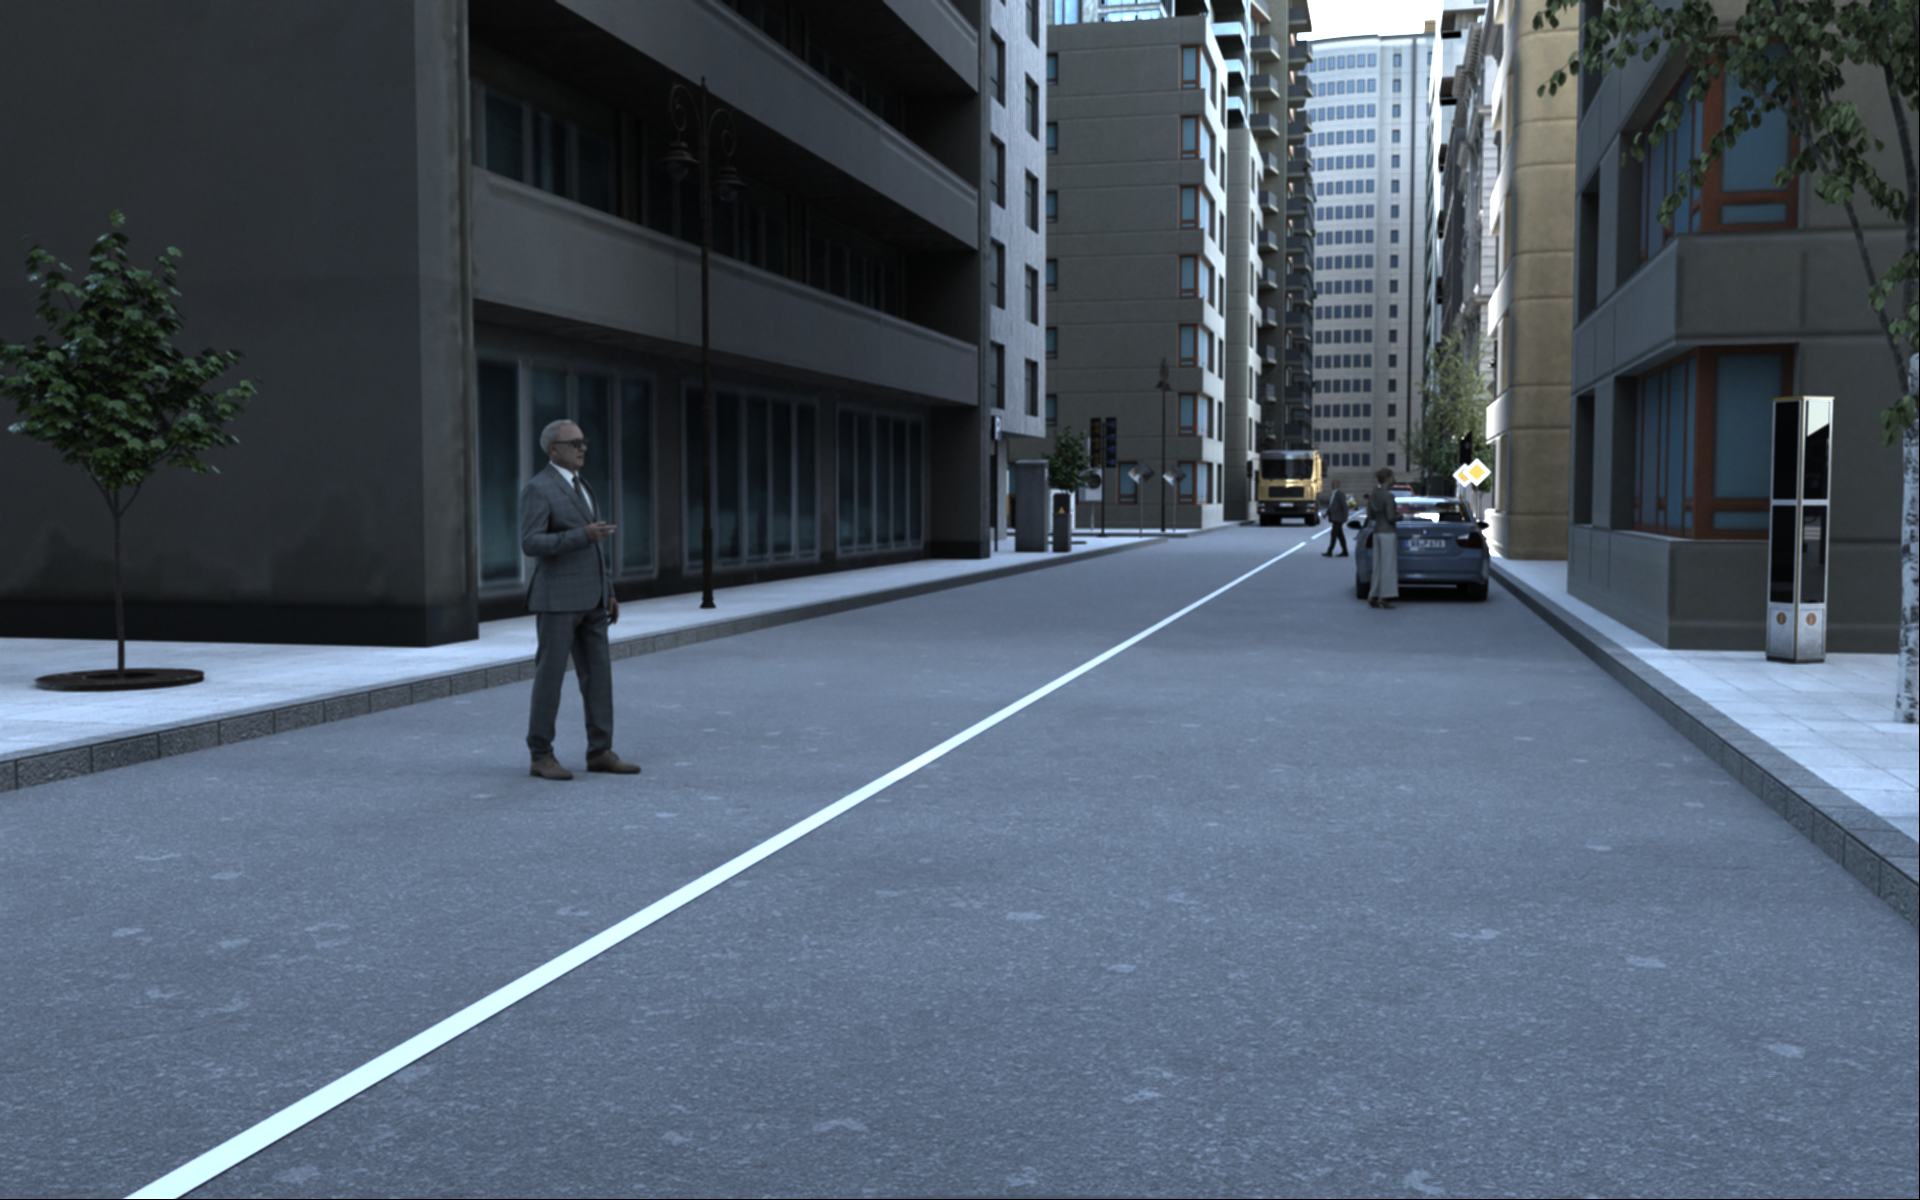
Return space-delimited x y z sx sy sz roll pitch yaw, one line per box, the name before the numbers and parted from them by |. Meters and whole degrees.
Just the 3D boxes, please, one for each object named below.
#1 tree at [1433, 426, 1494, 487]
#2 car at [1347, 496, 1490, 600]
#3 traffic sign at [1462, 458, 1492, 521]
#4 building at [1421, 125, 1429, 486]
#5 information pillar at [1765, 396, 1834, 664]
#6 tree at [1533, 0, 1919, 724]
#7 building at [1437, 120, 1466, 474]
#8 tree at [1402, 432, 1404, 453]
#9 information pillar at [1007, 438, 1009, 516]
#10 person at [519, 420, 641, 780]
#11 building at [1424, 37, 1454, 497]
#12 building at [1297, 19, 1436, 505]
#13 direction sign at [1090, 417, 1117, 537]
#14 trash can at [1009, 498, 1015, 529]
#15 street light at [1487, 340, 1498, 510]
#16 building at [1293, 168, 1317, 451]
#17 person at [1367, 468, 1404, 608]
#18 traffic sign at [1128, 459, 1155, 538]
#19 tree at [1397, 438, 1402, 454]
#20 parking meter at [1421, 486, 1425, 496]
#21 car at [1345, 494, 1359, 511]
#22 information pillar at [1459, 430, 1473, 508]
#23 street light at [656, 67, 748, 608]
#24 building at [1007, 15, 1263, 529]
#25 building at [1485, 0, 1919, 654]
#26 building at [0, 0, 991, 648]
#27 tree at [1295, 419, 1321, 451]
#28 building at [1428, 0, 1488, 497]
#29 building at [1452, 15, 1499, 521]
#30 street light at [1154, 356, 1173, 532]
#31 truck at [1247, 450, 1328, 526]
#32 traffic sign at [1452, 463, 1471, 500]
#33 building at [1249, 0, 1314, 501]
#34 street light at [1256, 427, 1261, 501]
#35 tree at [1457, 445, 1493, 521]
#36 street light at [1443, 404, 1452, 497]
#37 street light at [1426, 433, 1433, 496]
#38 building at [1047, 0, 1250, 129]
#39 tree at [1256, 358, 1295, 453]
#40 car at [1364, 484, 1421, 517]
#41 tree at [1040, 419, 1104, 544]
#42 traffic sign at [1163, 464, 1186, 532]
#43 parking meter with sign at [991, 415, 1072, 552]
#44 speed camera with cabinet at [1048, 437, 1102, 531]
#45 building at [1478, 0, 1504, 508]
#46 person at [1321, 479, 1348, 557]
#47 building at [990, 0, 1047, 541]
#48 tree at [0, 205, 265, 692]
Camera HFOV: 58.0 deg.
tree | 23.406 -5.854 79.431 4.285 4.588 4.351 0 3 0
car | 6.564 -0.783 24.804 2.014 1.417 4.499 1 4 13
traffic sign | 14.326 -2.717 48.066 0.795 2.450 0.064 1 4 14
building | 58.999 -31.172 193.264 14.154 41.232 14.086 1 4 14
information pillar | 6.382 -0.531 13.173 0.304 2.012 0.304 -1 4 -19
tree | 5.108 -3.616 9.482 4.737 8.622 4.395 0 3 0
building | 39.568 -19.667 115.063 14.314 27.812 24.014 1 4 14
tree | 21.730 -7.604 74.684 4.737 8.622 4.395 0 3 0
information pillar | 1.498 -4.193 59.906 0.183 3.616 0.504 3 5 39
person | -1.902 -0.003 8.731 0.590 1.801 0.661 1 4 21
building | 58.363 -33.707 174.819 21.300 48.544 21.600 1 4 14
building | 51.158 -41.506 220.614 28.212 58.520 21.231 1 4 14
direction sign | 4.248 -3.634 51.406 0.876 3.537 0.379 2 4 35
trash can | 2.184 -3.199 63.955 0.748 1.137 0.748 0 3 0
street light | 14.703 -4.572 47.537 0.468 5.910 1.993 1 4 14
building | 27.155 -30.612 192.393 23.993 40.220 32.217 1 4 14
person | 5.350 -0.773 21.696 0.362 1.759 0.519 -1 4 -21
traffic sign | 5.262 -2.856 50.334 0.795 2.450 0.064 1 4 14
tree | 35.872 -11.160 132.833 4.737 8.622 4.395 0 3 0
parking meter | 33.143 -7.234 123.985 0.255 1.863 0.399 0 4 8
car | 33.887 -8.635 151.403 2.015 1.641 3.980 1 4 15
information pillar | 18.631 -4.430 63.791 0.183 3.616 0.504 -3 5 -40
street light | -2.840 -2.847 19.334 0.468 5.910 1.993 1 4 14
building | -1.083 -14.377 80.108 27.650 21.520 28.899 1 4 14
building | 22.733 -10.963 24.289 27.650 21.520 28.899 1 4 14
building | -12.261 -24.588 25.715 21.300 48.544 21.600 1 4 14
tree | 32.379 -13.151 165.378 4.360 8.622 3.978 0 3 0
building | 55.135 -34.302 150.077 28.713 52.752 27.495 1 4 14
building | 33.579 -18.635 92.064 14.401 28.519 23.554 1 4 14
street light | 6.862 -5.233 58.344 0.468 5.910 1.993 1 4 14
truck | 15.103 -5.091 79.156 3.469 3.379 9.791 1 4 13
traffic sign | 16.254 -3.191 55.816 0.795 2.450 0.064 1 4 14
building | 18.238 -30.117 147.041 22.147 44.769 28.867 1 4 14
street light | 17.141 -7.765 99.738 0.468 5.910 1.993 1 4 14
tree | 20.703 -4.525 68.593 1.663 3.219 1.824 0 3 0
street light | 24.261 -6.931 86.107 0.468 5.910 1.993 1 4 14
street light | 34.655 -9.486 127.888 0.468 5.910 1.993 1 4 14
building | 9.039 -49.050 114.644 22.319 86.520 31.000 1 4 14
tree | 15.565 -8.770 93.747 4.360 8.622 3.978 0 3 0
car | 17.567 -3.772 70.353 2.281 1.827 5.304 1 4 12
tree | 2.901 -3.072 44.832 1.663 3.219 1.824 0 3 0
traffic sign | 7.191 -3.330 58.083 0.795 2.450 0.064 1 4 14
parking meter with sign | 1.596 -2.574 38.343 1.738 3.016 0.543 1 4 17
speed camera with cabinet | 3.919 -4.019 60.039 2.038 3.252 0.660 -1 4 -22
building | 28.546 -13.570 58.027 21.152 22.565 11.583 1 4 14
person | 8.527 -1.871 39.488 0.834 1.777 0.661 -2 4 -24
building | -5.231 -16.794 46.288 14.107 30.474 14.160 1 4 14
tree | -5.558 -1.045 11.687 1.663 3.219 1.824 0 3 0
